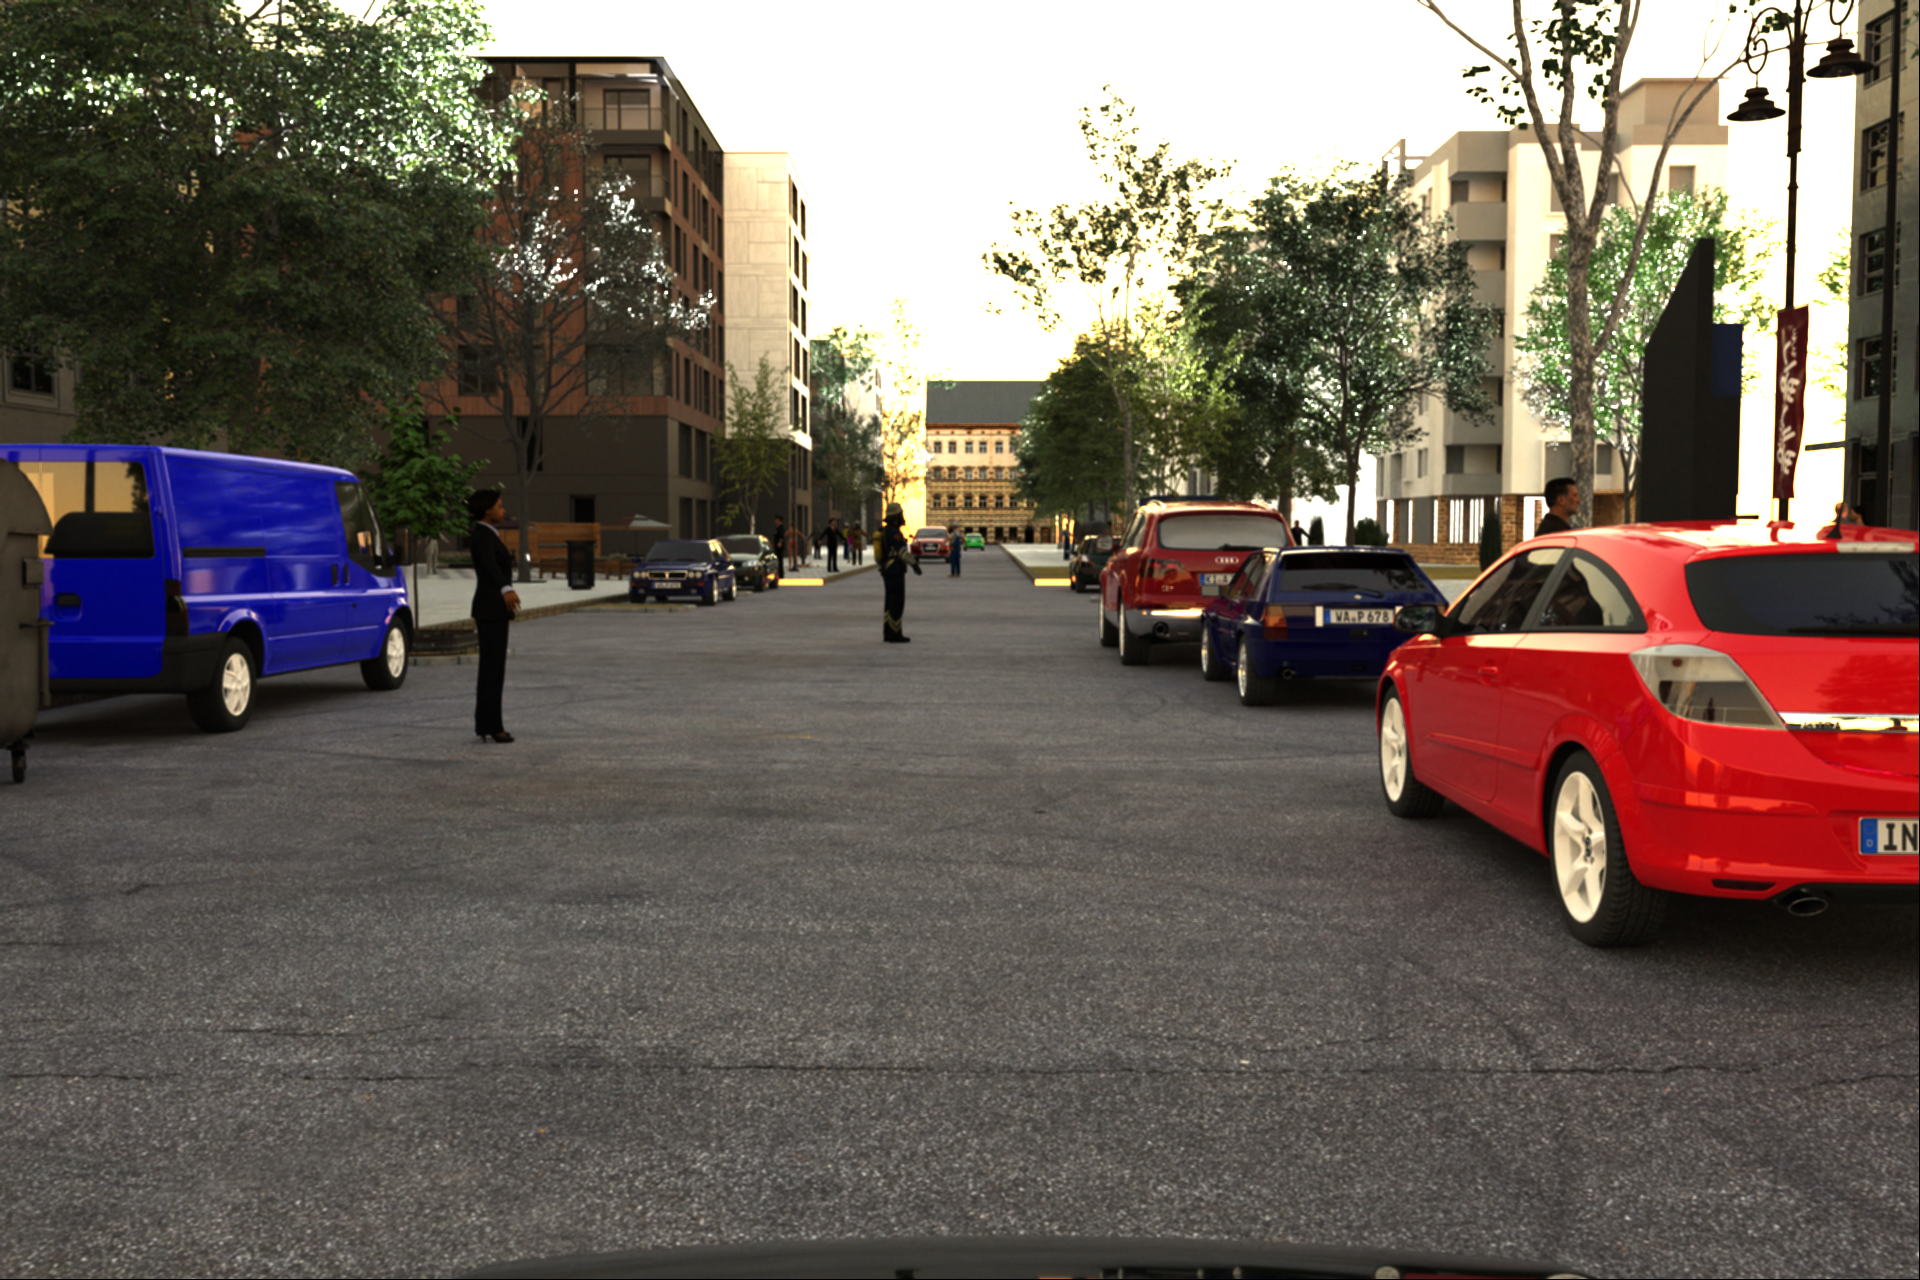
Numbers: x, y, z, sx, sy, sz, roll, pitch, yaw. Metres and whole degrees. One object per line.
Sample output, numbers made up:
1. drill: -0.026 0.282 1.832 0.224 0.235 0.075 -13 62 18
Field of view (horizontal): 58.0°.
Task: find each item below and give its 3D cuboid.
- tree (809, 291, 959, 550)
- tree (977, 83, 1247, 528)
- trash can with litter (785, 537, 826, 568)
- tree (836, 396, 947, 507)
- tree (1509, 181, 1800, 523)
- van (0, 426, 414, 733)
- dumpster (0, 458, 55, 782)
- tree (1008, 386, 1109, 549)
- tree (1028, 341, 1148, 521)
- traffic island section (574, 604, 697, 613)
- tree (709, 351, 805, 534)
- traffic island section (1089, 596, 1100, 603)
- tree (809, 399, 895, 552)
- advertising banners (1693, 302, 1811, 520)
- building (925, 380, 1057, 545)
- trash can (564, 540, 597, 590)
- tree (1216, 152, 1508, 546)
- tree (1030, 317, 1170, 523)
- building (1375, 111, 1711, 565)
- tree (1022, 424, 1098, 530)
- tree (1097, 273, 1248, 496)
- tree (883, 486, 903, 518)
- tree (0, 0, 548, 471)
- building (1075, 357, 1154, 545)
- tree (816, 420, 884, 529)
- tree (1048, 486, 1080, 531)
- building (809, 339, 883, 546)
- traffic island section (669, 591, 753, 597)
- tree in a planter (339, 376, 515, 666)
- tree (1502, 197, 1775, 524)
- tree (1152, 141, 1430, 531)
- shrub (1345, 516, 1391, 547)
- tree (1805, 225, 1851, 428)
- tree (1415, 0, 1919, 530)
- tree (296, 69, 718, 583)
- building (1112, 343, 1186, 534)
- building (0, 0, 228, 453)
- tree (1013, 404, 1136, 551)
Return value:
1. tree: -6.810 -17.082 135.182 12.611 20.169 13.585 0 3 0
2. tree: 6.383 -13.460 75.962 12.611 20.169 13.585 0 3 0
3. trash can with litter: -5.901 -3.417 66.922 1.678 1.210 2.233 0 4 2
4. tree: -6.266 -14.859 153.309 12.009 13.543 11.850 0 3 0
5. tree: 20.336 -7.672 51.198 9.928 11.665 9.643 0 3 0
6. van: -6.130 -0.599 14.180 2.240 2.365 5.245 0 4 1
7. dumpster: -6.125 -0.075 9.435 1.865 1.857 1.264 0 4 1
8. tree: 8.629 -14.744 147.722 9.857 13.997 8.962 0 3 0
9. tree: 7.531 -11.196 101.176 7.486 12.596 7.792 0 3 0
10. traffic island section: -6.012 -0.590 32.506 1.991 0.108 1.994 0 4 2
11. tree: -8.438 -7.350 70.538 4.737 8.622 4.395 0 3 0
12. traffic island section: 3.753 -0.843 36.649 1.991 0.108 1.994 0 4 1
13. tree: -7.984 -11.382 120.501 7.601 10.594 8.767 -3 4 -36
14. advertising banners: 6.404 -1.099 14.164 0.090 3.025 2.074 0 4 1
15. building: 4.256 -25.191 245.265 18.063 23.208 19.493 0 3 0
16. trash can: -8.768 -1.738 40.072 0.748 1.137 0.748 0 3 0
17. tree: 9.725 -6.564 41.731 7.601 10.594 8.767 -2 4 -28
18. tree: 7.390 -10.594 91.344 7.486 12.596 7.792 0 3 0
19. building: 25.621 -13.921 84.027 16.016 20.090 11.380 0 4 1
20. tree: 8.290 -11.843 128.043 8.767 10.594 7.601 3 5 43
21. tree: 6.113 -6.082 49.807 4.737 8.622 4.395 0 3 0
22. tree: -9.395 -17.907 243.136 4.360 8.622 3.978 0 3 0
23. tree: -11.410 -7.386 27.416 9.857 13.997 8.962 0 3 0
24. building: 28.133 -22.765 216.179 27.936 21.610 32.646 0 4 1
25. tree: -7.636 -9.906 112.333 4.360 8.622 3.978 0 3 0
26. tree: 8.605 -11.473 137.938 4.737 8.622 4.395 0 3 0
27. building: -23.821 -21.660 198.108 27.936 21.610 32.646 0 4 1
28. traffic island section: -5.887 -1.070 40.365 1.991 0.108 1.994 0 4 2
29. tree in a planter: -6.219 -1.376 19.724 1.991 3.239 1.994 0 4 2
30. tree: 24.591 -9.355 63.322 12.009 13.543 11.850 0 3 0
31. tree: 10.855 -9.257 58.007 9.857 13.997 8.962 0 3 0
32. shrub: 15.525 -3.764 65.959 1.690 2.028 1.600 0 3 0
33. tree: 29.267 -7.697 51.600 9.928 11.665 9.643 0 3 0
34. tree: 8.928 -10.360 25.278 12.611 20.169 13.585 0 3 0
35. tree: -11.504 -8.268 45.555 12.009 13.543 11.850 0 3 0
36. building: 25.808 -21.343 179.882 19.493 23.208 18.063 0 4 1
37. building: -28.189 -15.015 39.007 14.314 27.812 24.014 0 4 0
38. tree: 7.707 -11.126 116.327 8.767 10.594 7.601 -1 4 -20
